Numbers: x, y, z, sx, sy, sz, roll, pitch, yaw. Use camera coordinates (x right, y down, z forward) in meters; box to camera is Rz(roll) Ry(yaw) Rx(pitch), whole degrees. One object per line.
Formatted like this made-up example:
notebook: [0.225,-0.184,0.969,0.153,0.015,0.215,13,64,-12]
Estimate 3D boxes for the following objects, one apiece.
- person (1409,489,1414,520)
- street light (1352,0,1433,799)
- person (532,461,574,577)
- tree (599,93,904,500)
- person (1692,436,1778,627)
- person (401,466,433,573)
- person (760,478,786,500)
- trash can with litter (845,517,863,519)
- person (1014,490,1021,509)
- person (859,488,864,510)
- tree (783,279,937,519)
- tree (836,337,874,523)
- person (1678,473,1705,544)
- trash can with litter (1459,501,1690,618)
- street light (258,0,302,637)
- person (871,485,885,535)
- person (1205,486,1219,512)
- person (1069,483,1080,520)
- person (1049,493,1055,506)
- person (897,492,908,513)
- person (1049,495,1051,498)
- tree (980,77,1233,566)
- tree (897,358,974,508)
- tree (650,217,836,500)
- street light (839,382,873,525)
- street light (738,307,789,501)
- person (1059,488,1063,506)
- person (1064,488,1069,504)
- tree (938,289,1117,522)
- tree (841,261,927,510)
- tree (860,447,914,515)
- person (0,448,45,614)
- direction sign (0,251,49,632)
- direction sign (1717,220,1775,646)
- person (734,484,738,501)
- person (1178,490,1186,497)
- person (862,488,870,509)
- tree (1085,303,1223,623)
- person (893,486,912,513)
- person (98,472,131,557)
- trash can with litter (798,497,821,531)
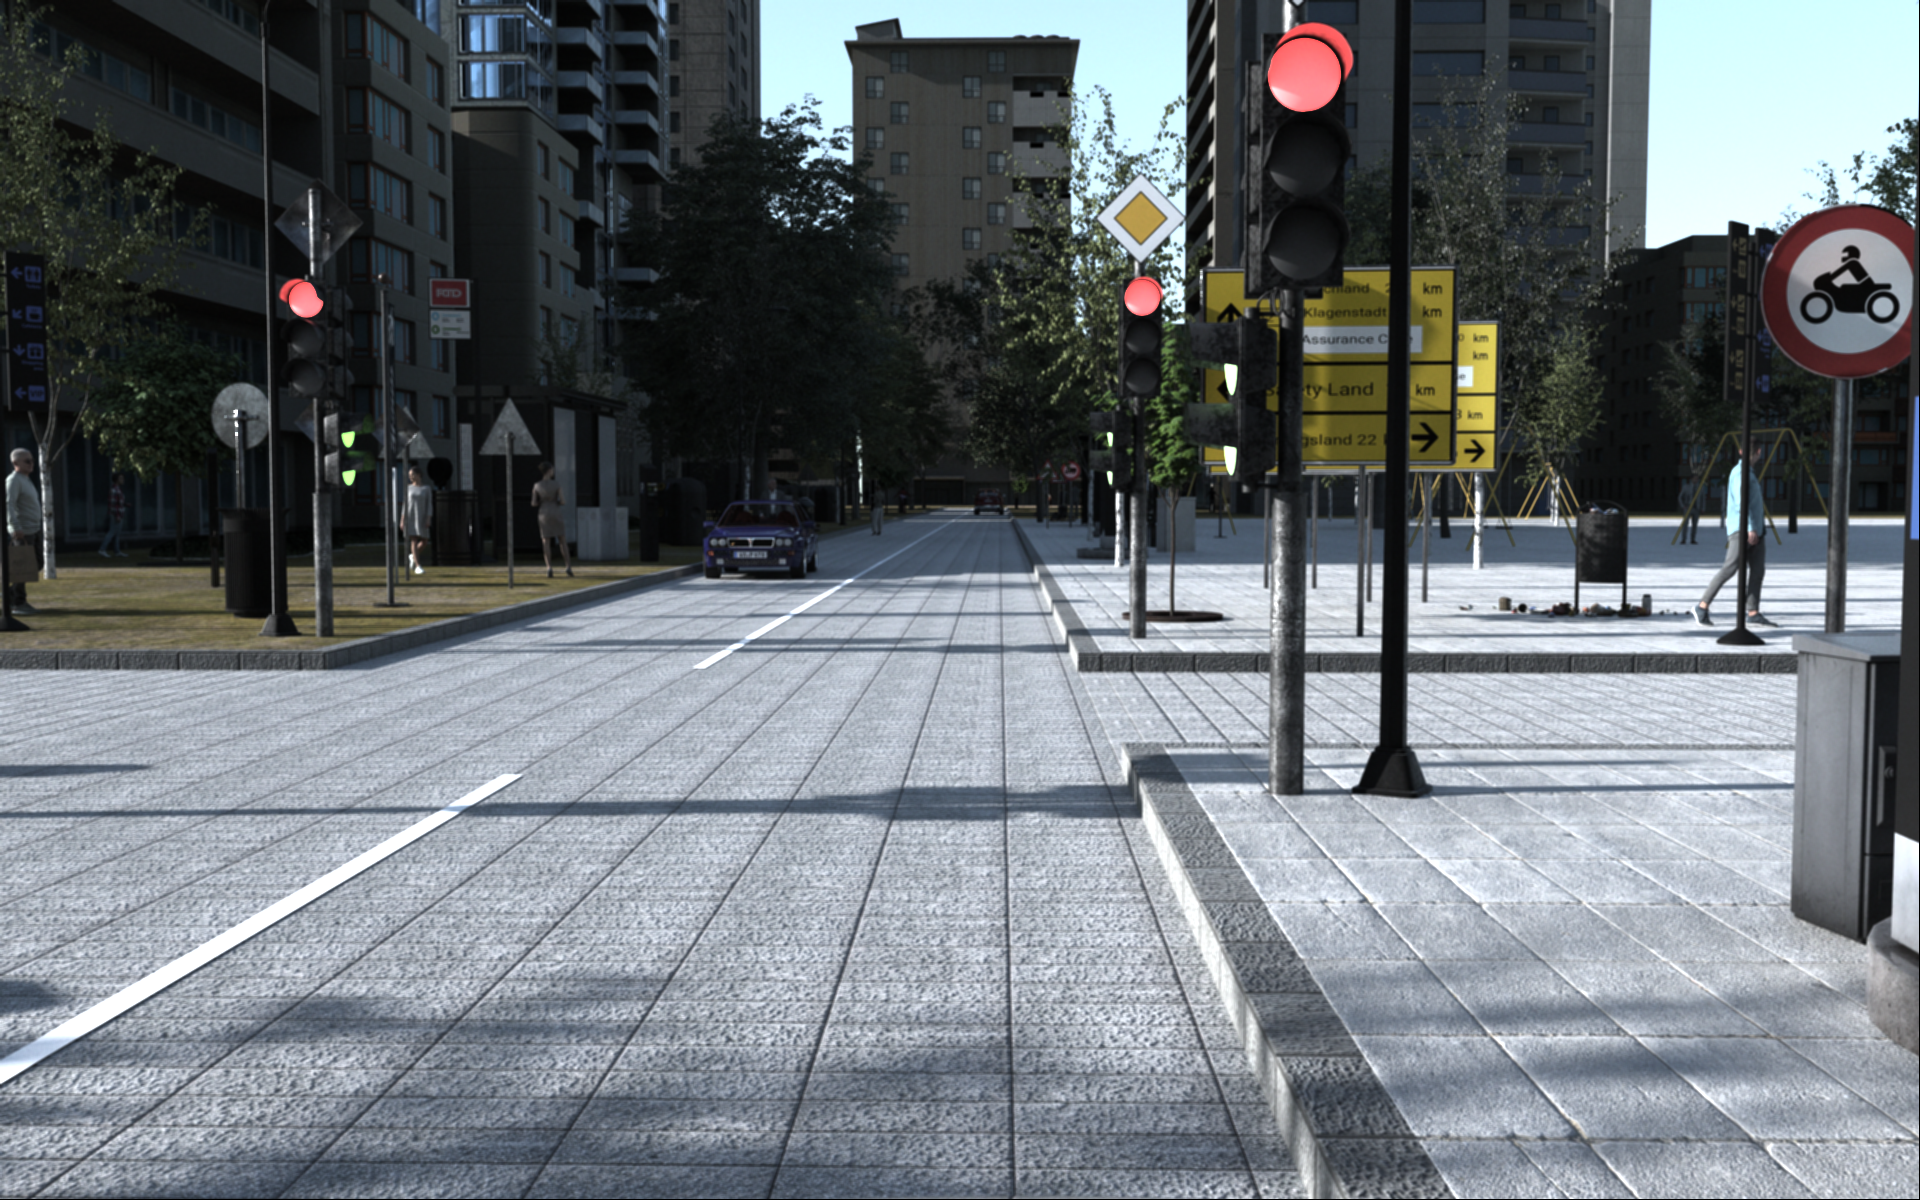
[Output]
person: [22.220,-4.885,85.904,0.713,1.824,0.794,-1,4,-9]
street light: [1.326,-2.127,7.315,1.470,5.913,1.316,0,4,1]
person: [-6.285,-1.244,26.728,0.599,1.781,0.374,0,4,-5]
tree: [-6.503,-9.089,55.266,9.857,13.997,8.962,0,3,0]
person: [7.563,-0.668,16.820,0.748,1.841,0.638,3,5,43]
person: [-8.869,-1.310,28.208,0.466,1.731,0.760,-3,5,-39]
person: [-4.043,-1.758,37.644,0.661,1.777,0.834,-1,4,-17]
trash can with litter: [-5.944,-4.705,87.983,2.233,1.210,1.678,2,4,26]
person: [5.028,-8.982,152.910,0.705,1.823,1.348,-1,4,-22]
person: [-8.358,-8.396,143.341,0.705,1.821,1.348,2,4,28]
tree: [-5.766,-10.476,89.411,7.486,12.596,7.792,0,3,0]
tree: [-5.579,-7.700,76.256,4.360,8.622,3.978,0,3,0]
person: [18.829,-2.350,44.558,0.635,1.810,0.391,0,4,4]
trash can with litter: [6.562,-0.467,18.695,2.233,1.210,1.678,3,4,38]
street light: [-5.639,-2.630,15.536,1.470,5.913,1.316,0,4,1]
person: [-2.877,-3.142,60.422,0.519,1.759,0.362,-3,4,-38]
person: [17.647,-7.034,121.058,1.348,1.822,0.705,3,4,39]
person: [5.692,-4.953,86.827,0.655,1.846,0.447,-1,4,-16]
person: [8.639,-9.617,166.535,1.065,1.426,0.557,0,4,0]
person: [-3.793,-6.428,114.368,0.697,1.427,0.421,0,4,-3]
person: [6.275,-7.482,129.166,1.217,1.735,0.721,2,4,30]
tree: [2.699,-4.896,30.411,4.737,8.622,4.395,0,3,0]
tree: [-3.378,-15.061,156.622,12.009,13.543,11.850,0,3,0]
tree: [-5.766,-5.902,46.858,4.360,8.622,3.978,0,3,0]
street light: [-4.256,-6.009,70.795,1.470,5.913,1.316,0,4,1]
street light: [-4.946,-4.320,43.166,1.470,5.913,1.316,0,4,1]
person: [6.946,-6.852,118.988,0.530,1.710,0.541,-1,4,-10]
person: [9.056,-8.768,149.486,1.350,1.814,0.705,2,4,28]
tree: [3.515,-8.811,78.468,8.767,10.594,7.601,-1,4,-23]
tree: [-5.176,-17.352,139.600,12.611,20.169,13.585,0,3,0]
tree: [-4.690,-7.643,108.683,4.285,4.588,4.351,0,3,0]
person: [-10.046,-0.729,18.455,0.515,1.767,0.782,-1,4,-14]
direction sign: [-8.954,-1.478,16.162,0.379,3.537,0.876,3,5,40]
direction sign: [6.686,-1.390,14.726,0.876,3.537,0.379,-3,5,-43]
person: [-12.795,-5.745,99.608,0.705,1.869,1.348,0,3,0]
person: [10.526,-4.596,81.582,0.834,1.777,0.661,2,4,24]
person: [-7.830,-8.556,145.946,1.348,1.822,0.705,0,4,-1]
tree: [2.055,-1.416,17.757,1.663,3.219,1.824,0,3,0]
person: [-3.848,-6.775,116.747,1.348,1.831,0.705,-1,4,-13]
person: [-17.235,-1.738,35.291,0.643,1.720,0.563,-2,4,-25]
trash can with litter: [-5.160,-2.977,60.058,0.624,1.170,1.055,-3,4,-39]
